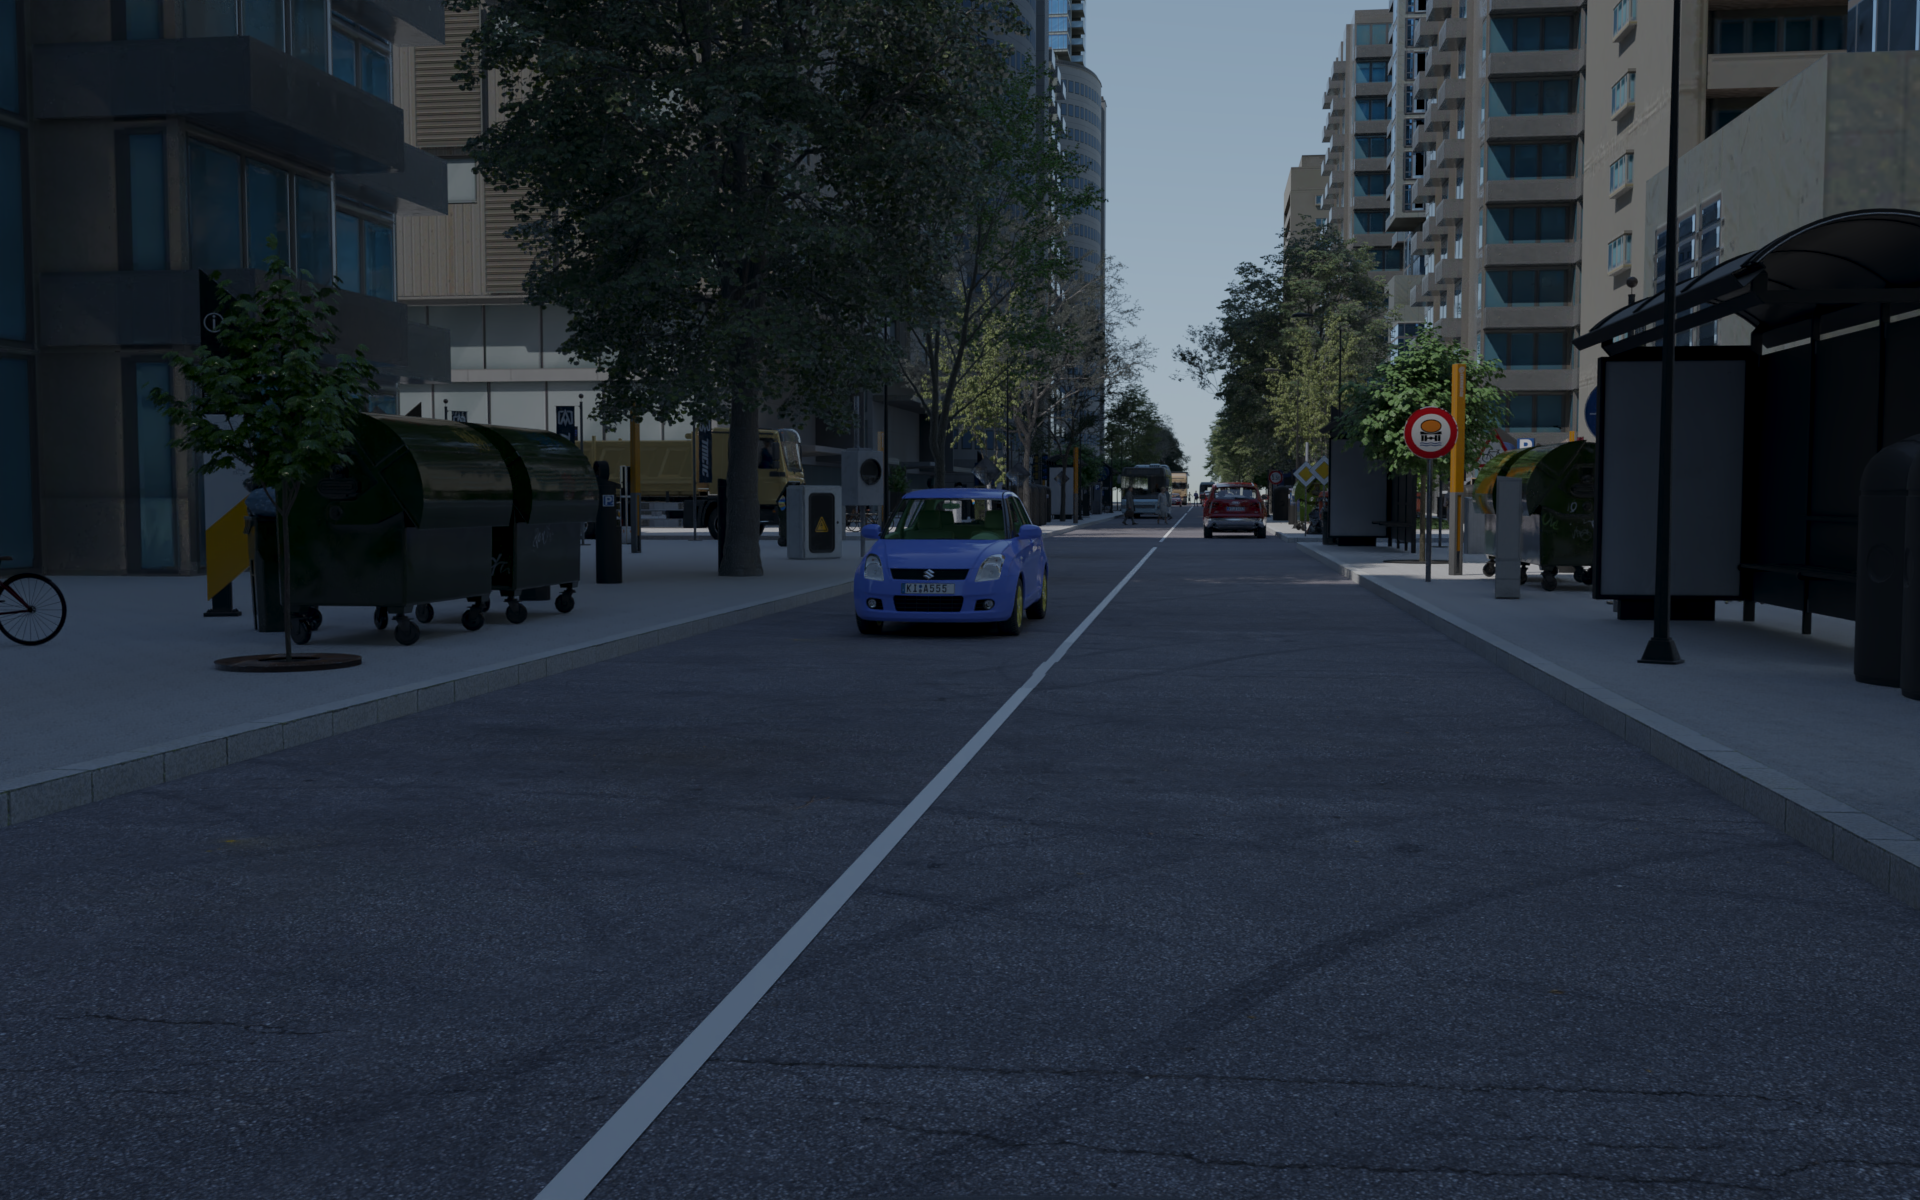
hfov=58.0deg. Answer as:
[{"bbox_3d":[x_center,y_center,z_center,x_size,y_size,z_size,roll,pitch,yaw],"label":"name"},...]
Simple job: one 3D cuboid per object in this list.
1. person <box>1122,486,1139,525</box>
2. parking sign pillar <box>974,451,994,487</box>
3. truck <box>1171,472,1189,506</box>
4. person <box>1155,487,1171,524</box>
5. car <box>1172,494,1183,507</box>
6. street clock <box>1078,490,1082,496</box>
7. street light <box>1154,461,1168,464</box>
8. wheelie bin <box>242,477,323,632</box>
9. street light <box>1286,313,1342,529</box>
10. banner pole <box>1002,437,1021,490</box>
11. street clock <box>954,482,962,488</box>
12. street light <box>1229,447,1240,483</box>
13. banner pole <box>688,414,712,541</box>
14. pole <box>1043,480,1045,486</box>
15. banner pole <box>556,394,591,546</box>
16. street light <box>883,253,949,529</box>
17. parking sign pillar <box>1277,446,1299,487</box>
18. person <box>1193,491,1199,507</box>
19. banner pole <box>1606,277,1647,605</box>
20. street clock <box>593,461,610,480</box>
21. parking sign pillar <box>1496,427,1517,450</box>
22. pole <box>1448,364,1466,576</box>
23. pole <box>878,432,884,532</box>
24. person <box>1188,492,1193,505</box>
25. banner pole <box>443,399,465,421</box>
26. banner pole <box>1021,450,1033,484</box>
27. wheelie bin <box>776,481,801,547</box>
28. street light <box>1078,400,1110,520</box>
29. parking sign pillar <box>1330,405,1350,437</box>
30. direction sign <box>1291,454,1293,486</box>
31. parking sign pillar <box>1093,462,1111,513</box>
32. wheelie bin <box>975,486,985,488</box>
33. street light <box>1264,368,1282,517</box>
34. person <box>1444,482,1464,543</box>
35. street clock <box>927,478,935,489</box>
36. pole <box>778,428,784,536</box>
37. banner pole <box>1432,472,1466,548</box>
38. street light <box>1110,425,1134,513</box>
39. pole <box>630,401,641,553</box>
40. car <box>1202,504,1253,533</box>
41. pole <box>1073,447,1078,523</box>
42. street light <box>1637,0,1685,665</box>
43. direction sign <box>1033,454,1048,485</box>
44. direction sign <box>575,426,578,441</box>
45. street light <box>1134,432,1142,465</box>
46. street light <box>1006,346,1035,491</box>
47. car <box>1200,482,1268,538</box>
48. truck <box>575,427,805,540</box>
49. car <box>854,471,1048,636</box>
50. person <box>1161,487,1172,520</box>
[{"bbox_3d":[7.920,-4.396,80.479,0.767,1.812,0.694,1,4,9],"label":"person"},{"bbox_3d":[1.485,-7.247,106.962,1.447,3.967,1.447,3,5,43],"label":"parking sign pillar"},{"bbox_3d":[27.566,-14.082,219.151,2.839,4.237,11.283,0,4,8],"label":"truck"},{"bbox_3d":[9.699,-4.520,82.750,0.694,1.780,0.624,-1,4,-20],"label":"person"},{"bbox_3d":[23.561,-11.130,191.020,2.155,1.783,4.494,0,4,7],"label":"car"},{"bbox_3d":[7.589,-6.473,110.407,0.358,2.002,0.471,1,4,9],"label":"street clock"},{"bbox_3d":[24.346,-14.651,212.090,1.470,5.913,1.316,0,4,8],"label":"street light"},{"bbox_3d":[-6.371,-0.513,16.293,0.693,1.594,0.980,-2,4,-29],"label":"wheelie bin"},{"bbox_3d":[9.182,-4.397,44.438,1.470,5.913,1.316,0,4,8],"label":"street light"},{"bbox_3d":[2.107,-5.225,75.438,0.401,3.779,0.863,3,4,38],"label":"banner pole"},{"bbox_3d":[-0.101,-5.988,102.480,0.471,2.002,0.358,-3,5,-40],"label":"street clock"},{"bbox_3d":[22.679,-10.240,139.969,1.470,5.913,1.316,0,4,8],"label":"street light"},{"bbox_3d":[-7.101,-3.514,47.479,0.863,3.779,0.401,2,4,32],"label":"banner pole"},{"bbox_3d":[5.144,-6.877,106.288,0.158,3.312,0.155,0,3,0],"label":"pole"},{"bbox_3d":[-9.660,-3.253,43.197,0.863,3.779,0.401,0,4,-3],"label":"banner pole"},{"bbox_3d":[-0.907,-3.734,33.587,1.470,5.913,1.316,0,4,8],"label":"street light"},{"bbox_3d":[18.090,-6.533,95.293,1.447,3.967,1.447,1,4,9],"label":"parking sign pillar"},{"bbox_3d":[26.844,-11.541,197.069,0.709,1.838,0.599,0,4,6],"label":"person"},{"bbox_3d":[7.710,-1.823,19.818,0.401,3.779,0.863,0,4,6],"label":"banner pole"},{"bbox_3d":[-7.786,-2.021,37.622,0.358,2.002,0.471,-2,4,-31],"label":"street clock"},{"bbox_3d":[20.133,-4.627,64.128,1.447,3.967,1.447,-3,5,-41],"label":"parking sign pillar"},{"bbox_3d":[7.822,-2.043,27.240,0.158,3.312,0.155,0,3,0],"label":"pole"},{"bbox_3d":[-2.583,-3.841,56.645,0.158,3.312,0.155,0,3,0],"label":"pole"},{"bbox_3d":[30.135,-13.361,227.745,1.217,1.735,0.721,-1,4,-20],"label":"person"},{"bbox_3d":[-13.345,-3.409,45.762,0.401,3.779,0.863,3,5,44],"label":"banner pole"},{"bbox_3d":[3.809,-6.586,97.699,0.863,3.779,0.401,-2,4,-30],"label":"banner pole"},{"bbox_3d":[-4.055,-2.112,42.438,0.693,1.594,0.980,1,4,22],"label":"wheelie bin"},{"bbox_3d":[6.457,-6.888,85.162,1.470,5.913,1.316,0,4,8],"label":"street light"},{"bbox_3d":[11.806,-3.892,52.102,1.447,3.967,1.447,0,4,6],"label":"parking sign pillar"},{"bbox_3d":[17.524,-6.084,91.464,0.379,3.537,0.876,1,4,13],"label":"direction sign"},{"bbox_3d":[9.851,-8.025,119.684,1.447,3.967,1.447,2,4,26],"label":"parking sign pillar"},{"bbox_3d":[0.924,-3.647,67.530,0.980,1.594,0.693,1,4,8],"label":"wheelie bin"},{"bbox_3d":[11.925,-5.596,64.037,1.470,5.913,1.316,0,4,8],"label":"street light"},{"bbox_3d":[13.290,-2.303,46.488,0.599,1.781,0.374,1,4,17],"label":"person"},{"bbox_3d":[-1.250,-4.397,76.456,0.358,2.002,0.471,2,4,30],"label":"street clock"},{"bbox_3d":[-5.531,-3.653,53.572,0.158,3.312,0.155,0,3,0],"label":"pole"},{"bbox_3d":[11.777,-3.154,41.586,0.863,3.779,0.401,0,4,-6],"label":"banner pole"},{"bbox_3d":[10.713,-8.779,116.075,1.470,5.913,1.316,0,4,8],"label":"street light"},{"bbox_3d":[-7.038,-2.673,37.555,0.158,3.312,0.155,0,3,0],"label":"pole"},{"bbox_3d":[10.206,-3.292,65.822,2.014,1.417,4.499,0,4,6],"label":"car"},{"bbox_3d":[5.050,-5.002,75.621,0.158,3.312,0.155,0,3,0],"label":"pole"},{"bbox_3d":[4.799,-2.479,13.081,1.470,5.913,1.316,0,4,8],"label":"street light"},{"bbox_3d":[4.559,-6.513,98.489,0.876,3.537,0.379,0,4,7],"label":"direction sign"},{"bbox_3d":[-12.996,-4.010,57.557,0.379,3.537,0.876,2,4,31],"label":"direction sign"},{"bbox_3d":[12.613,-9.583,129.218,1.470,5.913,1.316,0,4,8],"label":"street light"},{"bbox_3d":[2.018,-4.979,53.944,1.470,5.913,1.316,0,4,8],"label":"street light"},{"bbox_3d":[9.132,-2.999,57.709,2.281,1.827,5.304,0,4,8],"label":"car"},{"bbox_3d":[-8.652,-3.372,51.056,9.791,3.379,3.469,0,4,7],"label":"truck"},{"bbox_3d":[-0.034,-0.560,18.754,1.945,1.707,3.694,1,4,9],"label":"car"},{"bbox_3d":[11.463,-5.370,96.401,0.767,1.812,0.694,0,4,5],"label":"person"}]
